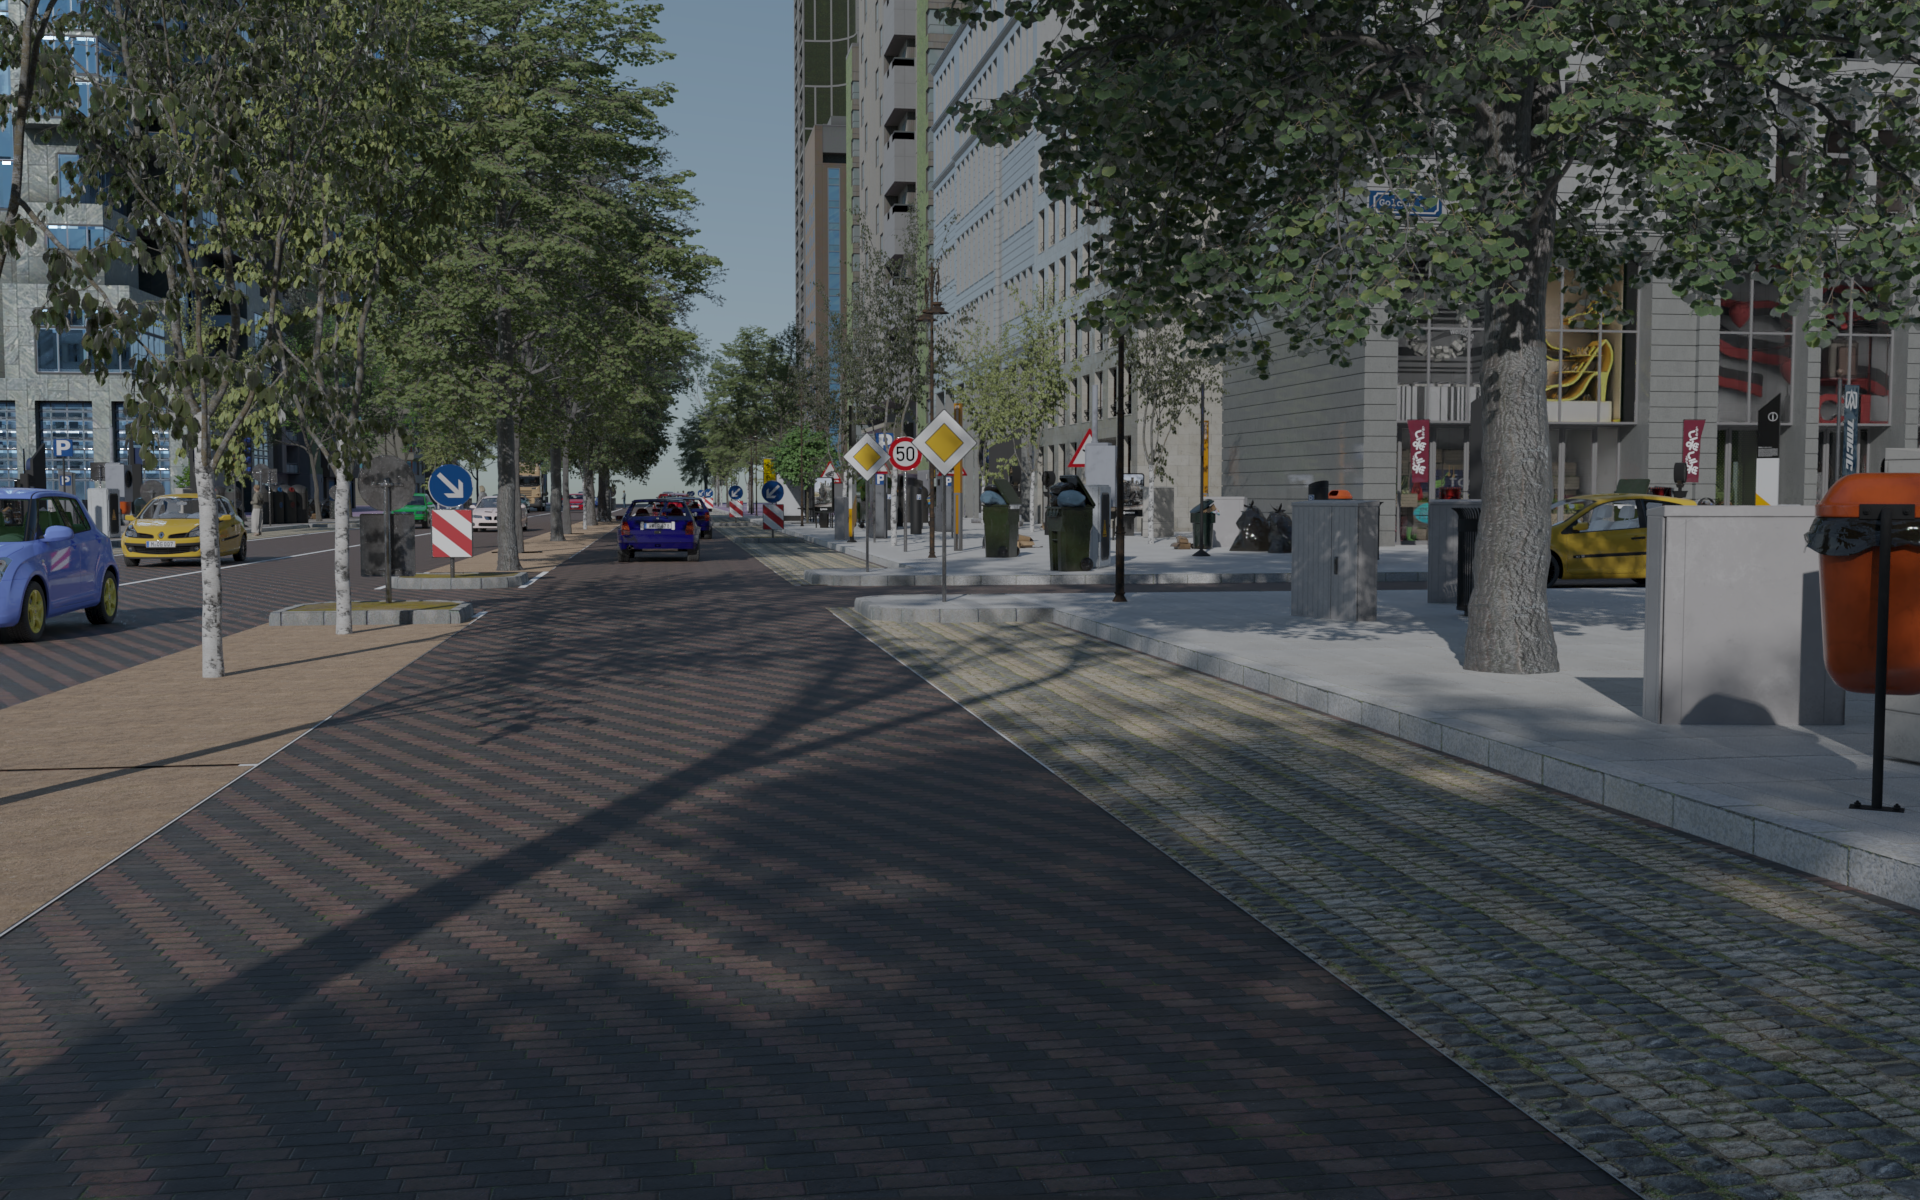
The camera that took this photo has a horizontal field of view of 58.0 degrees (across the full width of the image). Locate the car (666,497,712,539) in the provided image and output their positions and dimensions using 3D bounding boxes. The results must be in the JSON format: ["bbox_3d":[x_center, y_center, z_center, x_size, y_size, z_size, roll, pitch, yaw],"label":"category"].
[{"bbox_3d":[-9.000,-2.673,56.283,1.945,1.354,3.894,-1,4,-11],"label":"car"}]

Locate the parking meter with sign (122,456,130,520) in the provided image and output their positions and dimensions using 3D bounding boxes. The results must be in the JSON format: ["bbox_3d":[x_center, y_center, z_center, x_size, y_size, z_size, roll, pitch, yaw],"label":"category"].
[{"bbox_3d":[-37.933,-5.022,78.366,1.738,3.016,0.543,2,4,26],"label":"parking meter with sign"}]

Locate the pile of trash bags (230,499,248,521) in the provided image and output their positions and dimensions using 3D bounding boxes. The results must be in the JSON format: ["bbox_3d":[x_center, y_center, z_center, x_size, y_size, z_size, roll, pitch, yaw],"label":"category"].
[{"bbox_3d":[-34.955,-4.338,80.681,3.447,1.369,1.912,1,4,14],"label":"pile of trash bags"}]

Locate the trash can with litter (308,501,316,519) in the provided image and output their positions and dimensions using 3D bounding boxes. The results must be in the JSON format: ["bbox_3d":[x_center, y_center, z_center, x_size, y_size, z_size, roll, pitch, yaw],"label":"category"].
[{"bbox_3d":[-32.958,-4.657,87.526,1.055,1.170,0.624,-3,5,-42],"label":"trash can with litter"}]

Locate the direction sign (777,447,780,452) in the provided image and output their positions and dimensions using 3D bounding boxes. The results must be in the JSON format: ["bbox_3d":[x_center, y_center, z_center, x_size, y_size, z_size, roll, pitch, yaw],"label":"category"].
[{"bbox_3d":[-8.535,-5.610,83.723,0.876,3.537,0.379,3,5,40],"label":"direction sign"}]

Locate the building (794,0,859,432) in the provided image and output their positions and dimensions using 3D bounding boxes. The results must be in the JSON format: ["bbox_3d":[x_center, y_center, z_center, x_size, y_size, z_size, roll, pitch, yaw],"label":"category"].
[{"bbox_3d":[-12.501,-48.011,223.235,20.563,71.187,20.611,-1,4,-10],"label":"building"}]

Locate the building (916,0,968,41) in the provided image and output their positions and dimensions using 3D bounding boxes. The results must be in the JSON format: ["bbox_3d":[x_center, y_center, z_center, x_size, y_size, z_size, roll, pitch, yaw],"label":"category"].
[{"bbox_3d":[3.710,-26.752,120.995,14.154,41.232,14.086,-1,4,-10],"label":"building"}]

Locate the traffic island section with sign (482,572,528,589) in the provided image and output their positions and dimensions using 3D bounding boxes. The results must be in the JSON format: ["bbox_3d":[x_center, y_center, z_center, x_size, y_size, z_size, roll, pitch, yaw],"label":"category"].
[{"bbox_3d":[-7.863,-1.158,27.070,2.006,1.907,1.989,-1,4,-10],"label":"traffic island section with sign"}]

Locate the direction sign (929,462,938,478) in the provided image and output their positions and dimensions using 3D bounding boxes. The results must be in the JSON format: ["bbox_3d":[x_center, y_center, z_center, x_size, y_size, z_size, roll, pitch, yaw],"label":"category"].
[{"bbox_3d":[-1.129,-5.783,86.543,0.876,3.537,0.379,-2,4,-27],"label":"direction sign"}]

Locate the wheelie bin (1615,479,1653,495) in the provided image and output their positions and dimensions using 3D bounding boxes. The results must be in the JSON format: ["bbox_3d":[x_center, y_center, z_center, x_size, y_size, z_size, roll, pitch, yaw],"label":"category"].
[{"bbox_3d":[13.941,-1.713,35.920,0.980,1.594,0.693,3,5,43],"label":"wheelie bin"}]

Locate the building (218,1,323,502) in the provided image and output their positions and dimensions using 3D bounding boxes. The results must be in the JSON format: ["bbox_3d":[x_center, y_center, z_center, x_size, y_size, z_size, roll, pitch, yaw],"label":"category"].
[{"bbox_3d":[-58.089,-27.500,133.223,14.154,41.232,14.086,-1,4,-10],"label":"building"}]

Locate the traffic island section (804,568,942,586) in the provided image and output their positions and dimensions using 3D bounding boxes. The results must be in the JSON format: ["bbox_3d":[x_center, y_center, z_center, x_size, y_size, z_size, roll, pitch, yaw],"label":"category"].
[{"bbox_3d":[-1.503,-0.380,28.487,2.009,0.180,2.903,-1,4,-10],"label":"traffic island section"}]

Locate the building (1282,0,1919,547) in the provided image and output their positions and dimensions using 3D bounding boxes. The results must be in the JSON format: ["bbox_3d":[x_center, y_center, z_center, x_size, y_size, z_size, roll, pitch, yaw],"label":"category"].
[{"bbox_3d":[23.413,-16.606,49.009,29.804,29.767,11.434,-1,4,-10],"label":"building"}]

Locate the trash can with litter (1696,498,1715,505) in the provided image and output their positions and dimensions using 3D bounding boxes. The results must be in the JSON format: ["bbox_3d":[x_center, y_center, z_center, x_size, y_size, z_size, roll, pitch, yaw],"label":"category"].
[{"bbox_3d":[14.285,-1.398,33.915,2.233,1.210,1.678,-3,4,-36],"label":"trash can with litter"}]

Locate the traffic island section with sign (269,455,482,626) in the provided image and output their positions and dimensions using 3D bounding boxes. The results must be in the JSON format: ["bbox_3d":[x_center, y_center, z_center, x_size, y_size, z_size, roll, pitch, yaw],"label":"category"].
[{"bbox_3d":[-6.635,-0.711,19.765,2.006,1.907,1.989,-1,4,-10],"label":"traffic island section with sign"}]

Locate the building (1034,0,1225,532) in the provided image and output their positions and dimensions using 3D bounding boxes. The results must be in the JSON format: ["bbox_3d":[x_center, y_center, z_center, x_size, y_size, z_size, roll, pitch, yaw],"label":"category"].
[{"bbox_3d":[9.724,-12.998,67.276,10.420,20.320,16.860,-1,4,-10],"label":"building"}]

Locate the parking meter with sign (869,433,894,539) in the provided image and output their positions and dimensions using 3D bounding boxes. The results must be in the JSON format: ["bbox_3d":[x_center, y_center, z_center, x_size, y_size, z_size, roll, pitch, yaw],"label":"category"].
[{"bbox_3d":[-2.343,-3.298,50.189,0.543,3.016,1.738,-1,4,-14],"label":"parking meter with sign"}]

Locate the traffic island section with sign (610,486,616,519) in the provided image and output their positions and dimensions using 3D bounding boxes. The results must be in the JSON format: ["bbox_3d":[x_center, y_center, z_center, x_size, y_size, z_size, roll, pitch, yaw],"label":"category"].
[{"bbox_3d":[-20.431,-5.689,101.154,2.006,1.907,1.989,-1,4,-10],"label":"traffic island section with sign"}]

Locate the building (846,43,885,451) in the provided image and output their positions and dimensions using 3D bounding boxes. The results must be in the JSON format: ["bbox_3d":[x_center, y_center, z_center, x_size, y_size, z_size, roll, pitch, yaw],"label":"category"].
[{"bbox_3d":[-3.761,-29.263,162.046,14.154,41.232,14.086,-1,4,-10],"label":"building"}]

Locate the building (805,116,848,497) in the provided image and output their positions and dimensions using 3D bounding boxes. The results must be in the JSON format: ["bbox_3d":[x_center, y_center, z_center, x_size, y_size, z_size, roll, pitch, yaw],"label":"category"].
[{"bbox_3d":[-10.931,-34.033,206.556,14.600,45.320,14.200,-1,4,-10],"label":"building"}]

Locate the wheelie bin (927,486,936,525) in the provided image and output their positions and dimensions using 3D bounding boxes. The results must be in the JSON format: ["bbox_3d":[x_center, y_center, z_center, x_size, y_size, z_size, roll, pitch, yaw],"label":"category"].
[{"bbox_3d":[-0.814,-3.715,68.641,0.980,1.594,0.693,-3,4,-37],"label":"wheelie bin"}]

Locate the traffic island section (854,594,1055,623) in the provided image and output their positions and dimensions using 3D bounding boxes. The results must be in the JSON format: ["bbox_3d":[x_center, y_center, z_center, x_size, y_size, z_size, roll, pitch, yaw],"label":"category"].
[{"bbox_3d":[-0.168,0.102,20.614,2.009,0.180,2.903,-1,4,-10],"label":"traffic island section"}]

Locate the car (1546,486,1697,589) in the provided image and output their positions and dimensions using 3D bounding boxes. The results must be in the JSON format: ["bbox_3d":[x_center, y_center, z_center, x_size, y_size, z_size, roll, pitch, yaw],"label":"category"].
[{"bbox_3d":[9.721,-1.013,26.792,3.980,1.641,2.015,-1,4,-9],"label":"car"}]

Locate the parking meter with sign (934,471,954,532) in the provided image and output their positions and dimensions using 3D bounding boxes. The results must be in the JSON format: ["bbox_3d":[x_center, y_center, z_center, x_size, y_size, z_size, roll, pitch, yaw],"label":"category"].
[{"bbox_3d":[-0.486,-3.818,58.686,0.543,3.016,1.738,-1,4,-20],"label":"parking meter with sign"}]

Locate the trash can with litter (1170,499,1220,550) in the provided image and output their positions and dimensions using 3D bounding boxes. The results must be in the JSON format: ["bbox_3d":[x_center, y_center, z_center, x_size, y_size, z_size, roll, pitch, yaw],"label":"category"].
[{"bbox_3d":[5.452,-1.762,40.193,1.055,1.170,0.624,-1,4,-22],"label":"trash can with litter"}]

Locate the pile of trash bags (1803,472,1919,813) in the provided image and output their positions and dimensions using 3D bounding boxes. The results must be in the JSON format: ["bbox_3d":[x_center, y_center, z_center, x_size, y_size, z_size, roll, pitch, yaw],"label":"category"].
[{"bbox_3d":[5.070,0.198,6.517,3.447,1.369,1.912,2,4,30],"label":"pile of trash bags"}]

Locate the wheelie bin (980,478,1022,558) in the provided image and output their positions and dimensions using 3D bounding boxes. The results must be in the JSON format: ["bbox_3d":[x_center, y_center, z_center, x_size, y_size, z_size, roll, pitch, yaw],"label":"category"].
[{"bbox_3d":[0.809,-1.662,35.079,0.693,1.594,0.980,2,4,26],"label":"wheelie bin"}]

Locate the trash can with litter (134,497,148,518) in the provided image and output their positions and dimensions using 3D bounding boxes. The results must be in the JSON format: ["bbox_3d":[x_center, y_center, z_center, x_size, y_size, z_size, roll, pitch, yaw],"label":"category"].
[{"bbox_3d":[-29.788,-3.163,63.108,0.624,1.170,1.055,-1,4,-15],"label":"trash can with litter"}]

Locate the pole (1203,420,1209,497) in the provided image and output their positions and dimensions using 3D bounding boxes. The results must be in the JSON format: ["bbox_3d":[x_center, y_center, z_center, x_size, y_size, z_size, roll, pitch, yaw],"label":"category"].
[{"bbox_3d":[6.803,-3.312,47.998,0.158,3.312,0.155,0,3,0],"label":"pole"}]

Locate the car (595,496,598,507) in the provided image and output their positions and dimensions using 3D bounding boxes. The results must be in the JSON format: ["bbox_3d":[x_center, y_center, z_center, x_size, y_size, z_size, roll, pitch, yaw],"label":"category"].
[{"bbox_3d":[-40.479,-11.438,196.602,1.945,1.707,3.694,0,4,-8],"label":"car"}]

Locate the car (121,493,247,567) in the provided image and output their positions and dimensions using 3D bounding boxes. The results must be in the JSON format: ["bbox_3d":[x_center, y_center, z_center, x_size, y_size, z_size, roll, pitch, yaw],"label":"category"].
[{"bbox_3d":[-15.902,-1.551,35.577,2.015,1.641,3.980,-1,4,-11],"label":"car"}]

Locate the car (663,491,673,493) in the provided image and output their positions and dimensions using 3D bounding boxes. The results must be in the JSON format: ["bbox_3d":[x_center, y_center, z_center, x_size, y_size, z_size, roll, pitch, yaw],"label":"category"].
[{"bbox_3d":[-40.756,-14.252,241.687,2.281,1.827,5.304,-1,4,-11],"label":"car"}]

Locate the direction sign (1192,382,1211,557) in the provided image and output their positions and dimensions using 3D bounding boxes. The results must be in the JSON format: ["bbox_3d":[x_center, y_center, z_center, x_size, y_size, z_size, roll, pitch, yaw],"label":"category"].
[{"bbox_3d":[4.981,-2.669,35.639,0.379,3.537,0.876,0,4,5],"label":"direction sign"}]

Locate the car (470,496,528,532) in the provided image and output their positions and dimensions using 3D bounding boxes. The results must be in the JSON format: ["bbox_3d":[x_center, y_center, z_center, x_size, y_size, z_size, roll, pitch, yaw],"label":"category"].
[{"bbox_3d":[-17.776,-3.333,66.858,2.083,1.381,4.827,-1,4,-9],"label":"car"}]

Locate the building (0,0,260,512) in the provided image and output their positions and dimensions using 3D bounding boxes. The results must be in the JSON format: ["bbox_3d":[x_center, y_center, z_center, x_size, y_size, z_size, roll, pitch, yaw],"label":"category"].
[{"bbox_3d":[-57.300,-48.708,109.049,22.319,86.520,31.000,-1,4,-10],"label":"building"}]

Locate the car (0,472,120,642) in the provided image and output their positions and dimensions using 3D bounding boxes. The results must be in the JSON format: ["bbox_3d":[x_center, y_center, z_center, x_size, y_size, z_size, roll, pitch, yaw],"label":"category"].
[{"bbox_3d":[-9.982,-0.498,17.735,1.945,1.707,3.694,-1,4,-10],"label":"car"}]

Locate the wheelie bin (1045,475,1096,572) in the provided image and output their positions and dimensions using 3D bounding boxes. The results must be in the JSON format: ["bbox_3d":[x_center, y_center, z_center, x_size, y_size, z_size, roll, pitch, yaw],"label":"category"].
[{"bbox_3d":[1.827,-1.279,28.815,0.693,1.594,0.980,-2,4,-24],"label":"wheelie bin"}]

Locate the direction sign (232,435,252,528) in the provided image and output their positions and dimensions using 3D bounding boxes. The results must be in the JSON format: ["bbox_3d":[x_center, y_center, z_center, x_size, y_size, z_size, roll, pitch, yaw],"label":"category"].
[{"bbox_3d":[-27.500,-4.549,66.377,0.876,3.537,0.379,1,4,16],"label":"direction sign"}]

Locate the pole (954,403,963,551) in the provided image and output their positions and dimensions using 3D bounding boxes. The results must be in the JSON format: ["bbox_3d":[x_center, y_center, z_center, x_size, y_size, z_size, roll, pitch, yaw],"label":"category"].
[{"bbox_3d":[-0.039,-2.759,38.953,0.158,3.312,0.155,0,3,0],"label":"pole"}]

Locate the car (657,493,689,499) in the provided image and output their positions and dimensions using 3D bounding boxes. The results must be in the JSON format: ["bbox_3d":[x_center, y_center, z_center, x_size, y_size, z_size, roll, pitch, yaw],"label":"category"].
[{"bbox_3d":[-12.347,-4.012,74.632,2.155,1.783,4.494,-1,4,-11],"label":"car"}]

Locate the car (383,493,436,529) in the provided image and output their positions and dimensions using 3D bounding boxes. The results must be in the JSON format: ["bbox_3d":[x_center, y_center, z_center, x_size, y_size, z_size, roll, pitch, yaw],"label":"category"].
[{"bbox_3d":[-23.063,-3.908,72.686,1.959,1.807,4.718,-1,4,-11],"label":"car"}]

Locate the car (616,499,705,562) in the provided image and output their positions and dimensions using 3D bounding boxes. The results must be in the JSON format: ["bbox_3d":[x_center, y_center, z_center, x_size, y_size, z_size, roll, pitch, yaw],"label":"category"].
[{"bbox_3d":[-6.559,-1.547,37.878,1.945,1.354,3.894,-1,4,-8],"label":"car"}]

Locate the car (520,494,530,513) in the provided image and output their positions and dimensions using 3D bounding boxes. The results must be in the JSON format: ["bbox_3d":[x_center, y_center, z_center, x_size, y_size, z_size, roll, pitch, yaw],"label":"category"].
[{"bbox_3d":[-33.590,-7.294,131.053,2.131,1.459,4.920,-1,4,-9],"label":"car"}]

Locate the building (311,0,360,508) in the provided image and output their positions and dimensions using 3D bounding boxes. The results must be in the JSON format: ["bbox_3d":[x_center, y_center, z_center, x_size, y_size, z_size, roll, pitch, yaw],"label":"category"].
[{"bbox_3d":[-59.823,-30.398,147.122,14.600,45.320,14.200,-1,4,-10],"label":"building"}]

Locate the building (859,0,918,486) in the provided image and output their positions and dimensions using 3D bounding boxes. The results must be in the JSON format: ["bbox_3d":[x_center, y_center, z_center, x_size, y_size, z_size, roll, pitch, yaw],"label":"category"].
[{"bbox_3d":[6.514,-33.829,142.343,28.713,52.752,27.495,-1,4,-10],"label":"building"}]

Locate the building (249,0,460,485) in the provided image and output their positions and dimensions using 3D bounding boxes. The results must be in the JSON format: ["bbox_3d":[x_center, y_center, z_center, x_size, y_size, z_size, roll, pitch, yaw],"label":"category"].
[{"bbox_3d":[-78.548,-56.153,230.780,22.319,86.520,31.000,-1,4,-10],"label":"building"}]

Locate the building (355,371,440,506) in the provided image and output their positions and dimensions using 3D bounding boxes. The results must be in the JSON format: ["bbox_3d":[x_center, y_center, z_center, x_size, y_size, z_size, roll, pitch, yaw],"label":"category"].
[{"bbox_3d":[-76.277,-21.871,202.632,27.650,21.520,28.899,-1,4,-10],"label":"building"}]

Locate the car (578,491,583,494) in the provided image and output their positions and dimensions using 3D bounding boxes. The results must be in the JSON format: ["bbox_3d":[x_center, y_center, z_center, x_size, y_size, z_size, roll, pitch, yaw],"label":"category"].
[{"bbox_3d":[-50.270,-13.636,231.617,2.281,1.827,5.304,-1,4,-10],"label":"car"}]

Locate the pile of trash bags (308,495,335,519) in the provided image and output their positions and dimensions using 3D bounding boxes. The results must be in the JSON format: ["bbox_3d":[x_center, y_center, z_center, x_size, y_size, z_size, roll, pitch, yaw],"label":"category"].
[{"bbox_3d":[-33.676,-4.866,89.319,3.447,1.369,1.912,-2,4,-30],"label":"pile of trash bags"}]

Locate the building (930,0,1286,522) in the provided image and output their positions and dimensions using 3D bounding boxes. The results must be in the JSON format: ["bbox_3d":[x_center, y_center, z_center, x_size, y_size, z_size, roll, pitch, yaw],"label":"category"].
[{"bbox_3d":[6.180,-19.149,90.583,11.434,29.767,29.804,-1,4,-10],"label":"building"}]

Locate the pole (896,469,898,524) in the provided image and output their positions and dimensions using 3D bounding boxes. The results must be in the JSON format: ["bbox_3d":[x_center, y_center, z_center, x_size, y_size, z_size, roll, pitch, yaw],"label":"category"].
[{"bbox_3d":[-2.656,-4.777,71.944,0.158,3.312,0.155,0,3,0],"label":"pole"}]

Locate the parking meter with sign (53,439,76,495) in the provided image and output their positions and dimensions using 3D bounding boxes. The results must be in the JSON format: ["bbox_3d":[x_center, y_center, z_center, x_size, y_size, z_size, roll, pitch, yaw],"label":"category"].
[{"bbox_3d":[-28.686,-3.636,55.701,0.543,3.016,1.738,-1,4,-20],"label":"parking meter with sign"}]

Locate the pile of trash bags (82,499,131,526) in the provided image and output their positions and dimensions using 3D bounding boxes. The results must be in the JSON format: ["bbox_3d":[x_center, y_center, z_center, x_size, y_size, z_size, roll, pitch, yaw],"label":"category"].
[{"bbox_3d":[-34.671,-3.686,70.019,1.912,1.369,3.447,1,4,8],"label":"pile of trash bags"}]

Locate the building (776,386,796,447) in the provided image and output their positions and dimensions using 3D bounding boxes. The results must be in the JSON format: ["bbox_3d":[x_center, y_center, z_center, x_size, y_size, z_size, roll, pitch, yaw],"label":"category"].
[{"bbox_3d":[-12.160,-24.760,249.868,27.650,21.520,28.899,-1,4,-10],"label":"building"}]

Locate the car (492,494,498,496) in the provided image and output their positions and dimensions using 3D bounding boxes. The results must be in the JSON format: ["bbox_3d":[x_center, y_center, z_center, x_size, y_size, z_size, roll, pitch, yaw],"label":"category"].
[{"bbox_3d":[-28.905,-5.974,109.473,2.131,1.459,4.920,-1,4,-10],"label":"car"}]

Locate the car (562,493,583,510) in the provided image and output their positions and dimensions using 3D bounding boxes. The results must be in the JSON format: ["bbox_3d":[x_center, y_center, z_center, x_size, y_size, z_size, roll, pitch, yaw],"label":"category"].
[{"bbox_3d":[-29.807,-7.681,134.623,2.155,1.783,4.494,-1,4,-9],"label":"car"}]

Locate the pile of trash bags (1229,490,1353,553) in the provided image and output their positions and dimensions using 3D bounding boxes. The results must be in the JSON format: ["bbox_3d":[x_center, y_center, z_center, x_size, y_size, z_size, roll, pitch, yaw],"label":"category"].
[{"bbox_3d":[7.470,-1.731,38.056,1.912,1.369,3.447,-2,4,-26],"label":"pile of trash bags"}]
